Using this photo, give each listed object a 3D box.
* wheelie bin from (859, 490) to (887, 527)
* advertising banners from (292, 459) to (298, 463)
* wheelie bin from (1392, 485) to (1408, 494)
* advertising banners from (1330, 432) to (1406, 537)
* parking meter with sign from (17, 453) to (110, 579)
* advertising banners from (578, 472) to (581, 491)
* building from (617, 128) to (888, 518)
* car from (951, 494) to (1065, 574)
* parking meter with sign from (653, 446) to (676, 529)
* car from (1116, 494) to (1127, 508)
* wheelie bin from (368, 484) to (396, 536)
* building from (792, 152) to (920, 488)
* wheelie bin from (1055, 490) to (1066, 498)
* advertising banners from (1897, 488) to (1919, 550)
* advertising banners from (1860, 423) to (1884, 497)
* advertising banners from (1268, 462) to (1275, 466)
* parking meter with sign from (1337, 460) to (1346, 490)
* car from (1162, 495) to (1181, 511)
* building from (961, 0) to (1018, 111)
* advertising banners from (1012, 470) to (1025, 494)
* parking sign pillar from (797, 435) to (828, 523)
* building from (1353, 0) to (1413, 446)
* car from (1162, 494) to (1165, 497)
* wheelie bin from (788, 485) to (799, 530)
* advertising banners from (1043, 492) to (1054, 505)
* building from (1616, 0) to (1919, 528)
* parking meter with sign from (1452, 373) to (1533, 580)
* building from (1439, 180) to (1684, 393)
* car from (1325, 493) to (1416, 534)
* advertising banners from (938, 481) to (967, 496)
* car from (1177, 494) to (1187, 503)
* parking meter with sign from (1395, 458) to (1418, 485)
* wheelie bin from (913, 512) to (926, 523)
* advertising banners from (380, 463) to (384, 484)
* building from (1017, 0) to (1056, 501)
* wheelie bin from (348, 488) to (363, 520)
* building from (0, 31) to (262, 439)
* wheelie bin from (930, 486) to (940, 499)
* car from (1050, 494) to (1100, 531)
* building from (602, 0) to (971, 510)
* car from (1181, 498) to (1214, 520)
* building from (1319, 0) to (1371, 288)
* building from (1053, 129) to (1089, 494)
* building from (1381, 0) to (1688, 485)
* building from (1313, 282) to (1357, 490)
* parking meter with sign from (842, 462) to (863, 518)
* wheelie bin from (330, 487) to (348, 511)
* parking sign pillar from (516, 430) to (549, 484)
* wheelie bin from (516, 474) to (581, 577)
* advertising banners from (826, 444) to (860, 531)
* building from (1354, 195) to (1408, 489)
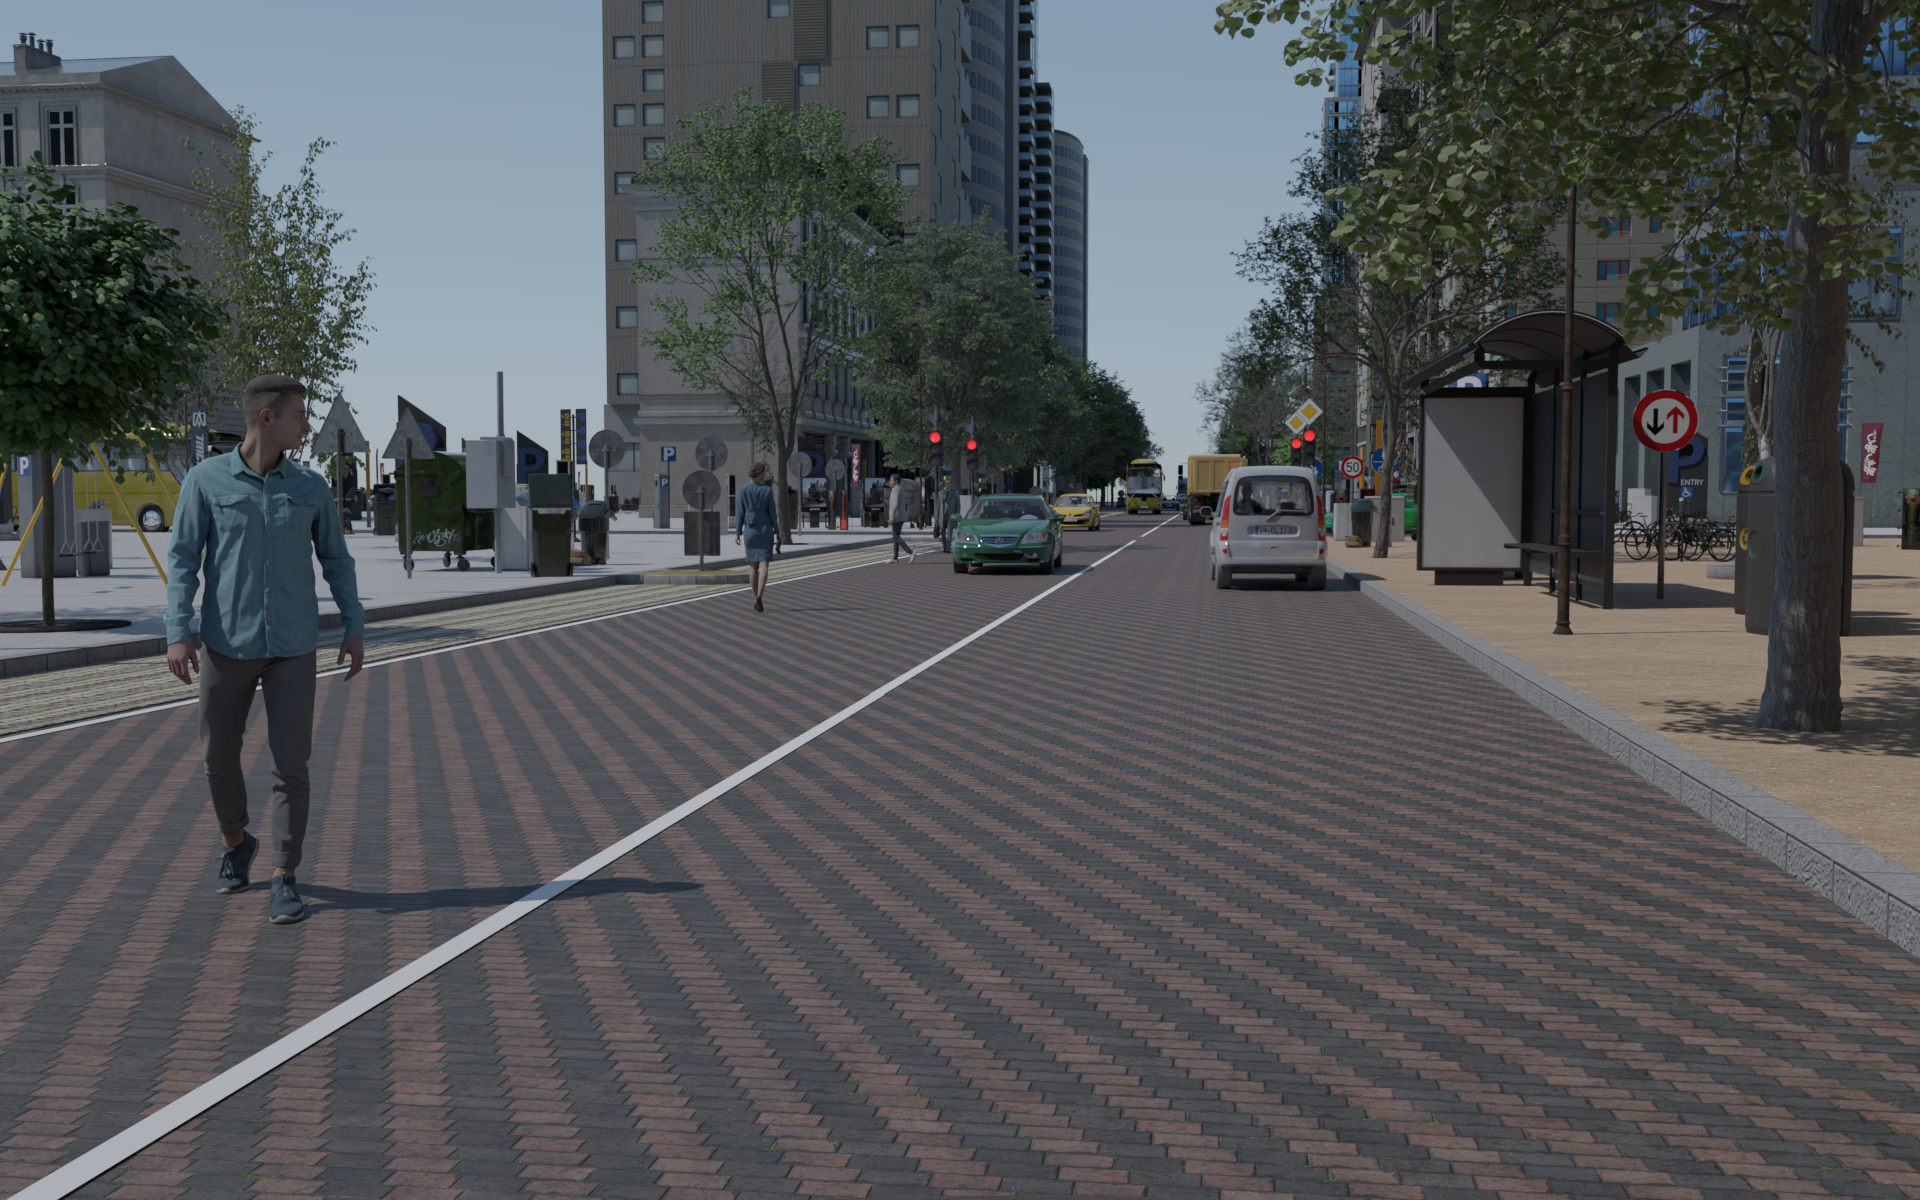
[{"bbox_3d":[-3.361,-3.733,68.937,0.980,1.594,0.693,-3,5,-40],"label":"wheelie bin"},{"bbox_3d":[-33.172,-5.429,84.954,2.074,3.025,0.090,2,4,27],"label":"advertising banners"},{"bbox_3d":[14.932,-3.091,58.451,0.980,1.594,0.693,1,4,20],"label":"wheelie bin"},{"bbox_3d":[11.592,-3.245,49.247,2.074,3.025,0.090,1,4,10],"label":"advertising banners"},{"bbox_3d":[-13.981,-1.852,26.538,0.543,3.016,1.738,2,4,31],"label":"parking meter with sign"},{"bbox_3d":[-29.821,-8.454,134.414,0.090,3.025,2.074,1,4,10],"label":"advertising banners"},{"bbox_3d":[-12.675,-14.813,93.107,10.553,20.767,40.483,1,4,8],"label":"building"},{"bbox_3d":[0.951,-1.281,32.737,2.131,1.459,4.920,0,4,6],"label":"car"},{"bbox_3d":[-11.019,-4.156,64.211,0.543,3.016,1.738,-2,4,-25],"label":"parking meter with sign"},{"bbox_3d":[15.765,-9.475,163.718,1.959,1.807,4.718,1,4,9],"label":"car"},{"bbox_3d":[-17.736,-2.789,53.503,0.980,1.594,0.693,-2,4,-30],"label":"wheelie bin"},{"bbox_3d":[-10.204,-17.822,121.072,12.332,23.373,15.834,1,4,8],"label":"building"},{"bbox_3d":[6.970,-6.833,119.626,0.693,1.594,0.980,-1,4,-17],"label":"wheelie bin"},{"bbox_3d":[22.334,-2.628,39.152,0.090,3.025,2.074,-3,5,-39],"label":"advertising banners"},{"bbox_3d":[22.006,-2.883,43.327,0.090,3.025,2.074,-3,4,-36],"label":"advertising banners"},{"bbox_3d":[17.750,-6.024,94.674,2.074,3.025,0.090,-1,4,-18],"label":"advertising banners"},{"bbox_3d":[19.829,-5.662,88.839,0.543,3.016,1.738,0,4,-4],"label":"parking meter with sign"},{"bbox_3d":[18.114,-8.390,149.751,1.945,1.354,3.894,0,4,7],"label":"car"},{"bbox_3d":[-6.085,-38.928,178.467,21.231,58.520,28.212,1,4,8],"label":"building"},{"bbox_3d":[3.498,-6.271,98.725,2.074,3.025,0.090,-2,4,-24],"label":"advertising banners"},{"bbox_3d":[-6.685,-5.502,78.433,1.447,3.967,1.447,-1,4,-11],"label":"parking sign pillar"},{"bbox_3d":[56.115,-36.093,179.361,28.713,52.752,27.495,1,4,8],"label":"building"},{"bbox_3d":[31.737,-16.072,272.994,2.015,1.641,3.980,0,4,7],"label":"car"},{"bbox_3d":[-6.145,-3.354,62.752,0.693,1.594,0.980,0,4,1],"label":"wheelie bin"},{"bbox_3d":[5.954,-7.717,122.354,0.090,3.025,2.074,3,5,42],"label":"advertising banners"},{"bbox_3d":[45.136,-46.483,72.664,31.000,86.520,22.319,1,4,8],"label":"building"},{"bbox_3d":[7.984,-1.807,25.808,0.543,3.016,1.738,3,5,44],"label":"parking meter with sign"},{"bbox_3d":[47.817,-16.508,114.947,27.650,21.520,28.899,1,4,8],"label":"building"},{"bbox_3d":[13.640,-2.775,54.159,4.718,1.807,1.959,1,4,9],"label":"car"},{"bbox_3d":[-0.577,-6.331,99.707,2.074,3.025,0.090,-1,4,-16],"label":"advertising banners"},{"bbox_3d":[33.567,-15.391,261.870,2.015,1.641,3.980,1,4,9],"label":"car"},{"bbox_3d":[21.726,-5.430,85.049,0.543,3.016,1.738,-3,5,-44],"label":"parking meter with sign"},{"bbox_3d":[-1.771,-4.193,76.457,0.693,1.594,0.980,2,4,32],"label":"wheelie bin"},{"bbox_3d":[-31.714,-6.115,96.165,0.090,3.025,2.074,-3,5,-44],"label":"advertising banners"},{"bbox_3d":[3.068,-57.084,245.999,22.319,86.520,31.000,1,4,8],"label":"building"},{"bbox_3d":[-29.734,-4.716,85.017,0.980,1.594,0.693,3,5,42],"label":"wheelie bin"},{"bbox_3d":[-54.321,-16.287,85.379,34.723,24.649,14.460,1,4,8],"label":"building"},{"bbox_3d":[-0.745,-3.863,71.060,0.980,1.594,0.693,0,4,-7],"label":"wheelie bin"},{"bbox_3d":[4.504,-3.513,67.661,2.015,1.641,3.980,1,4,10],"label":"car"},{"bbox_3d":[-13.777,-34.383,151.404,28.713,52.752,27.495,1,4,8],"label":"building"},{"bbox_3d":[13.282,-5.299,96.425,2.009,1.686,4.222,1,4,8],"label":"car"},{"bbox_3d":[65.237,-58.570,270.290,22.319,86.520,31.000,1,4,8],"label":"building"},{"bbox_3d":[8.896,-44.890,275.951,21.231,58.520,28.212,1,4,8],"label":"building"},{"bbox_3d":[46.138,-42.980,140.974,20.563,71.187,20.611,1,4,8],"label":"building"},{"bbox_3d":[57.975,-29.273,250.308,14.160,30.474,14.107,1,4,8],"label":"building"},{"bbox_3d":[-5.556,-5.969,93.849,1.738,3.016,0.543,-2,4,-23],"label":"parking meter with sign"},{"bbox_3d":[-28.719,-4.365,79.269,0.980,1.594,0.693,-1,4,-11],"label":"wheelie bin"},{"bbox_3d":[-17.931,-5.151,72.698,1.447,3.967,1.447,0,4,-8],"label":"parking sign pillar"},{"bbox_3d":[-6.421,-1.168,27.008,0.980,1.594,0.693,-1,4,-18],"label":"wheelie bin"},{"bbox_3d":[-4.107,-3.968,61.069,0.090,3.025,2.074,-3,4,-38],"label":"advertising banners"},{"bbox_3d":[44.638,-23.746,159.945,14.160,30.474,14.107,1,4,8],"label":"building"}]
